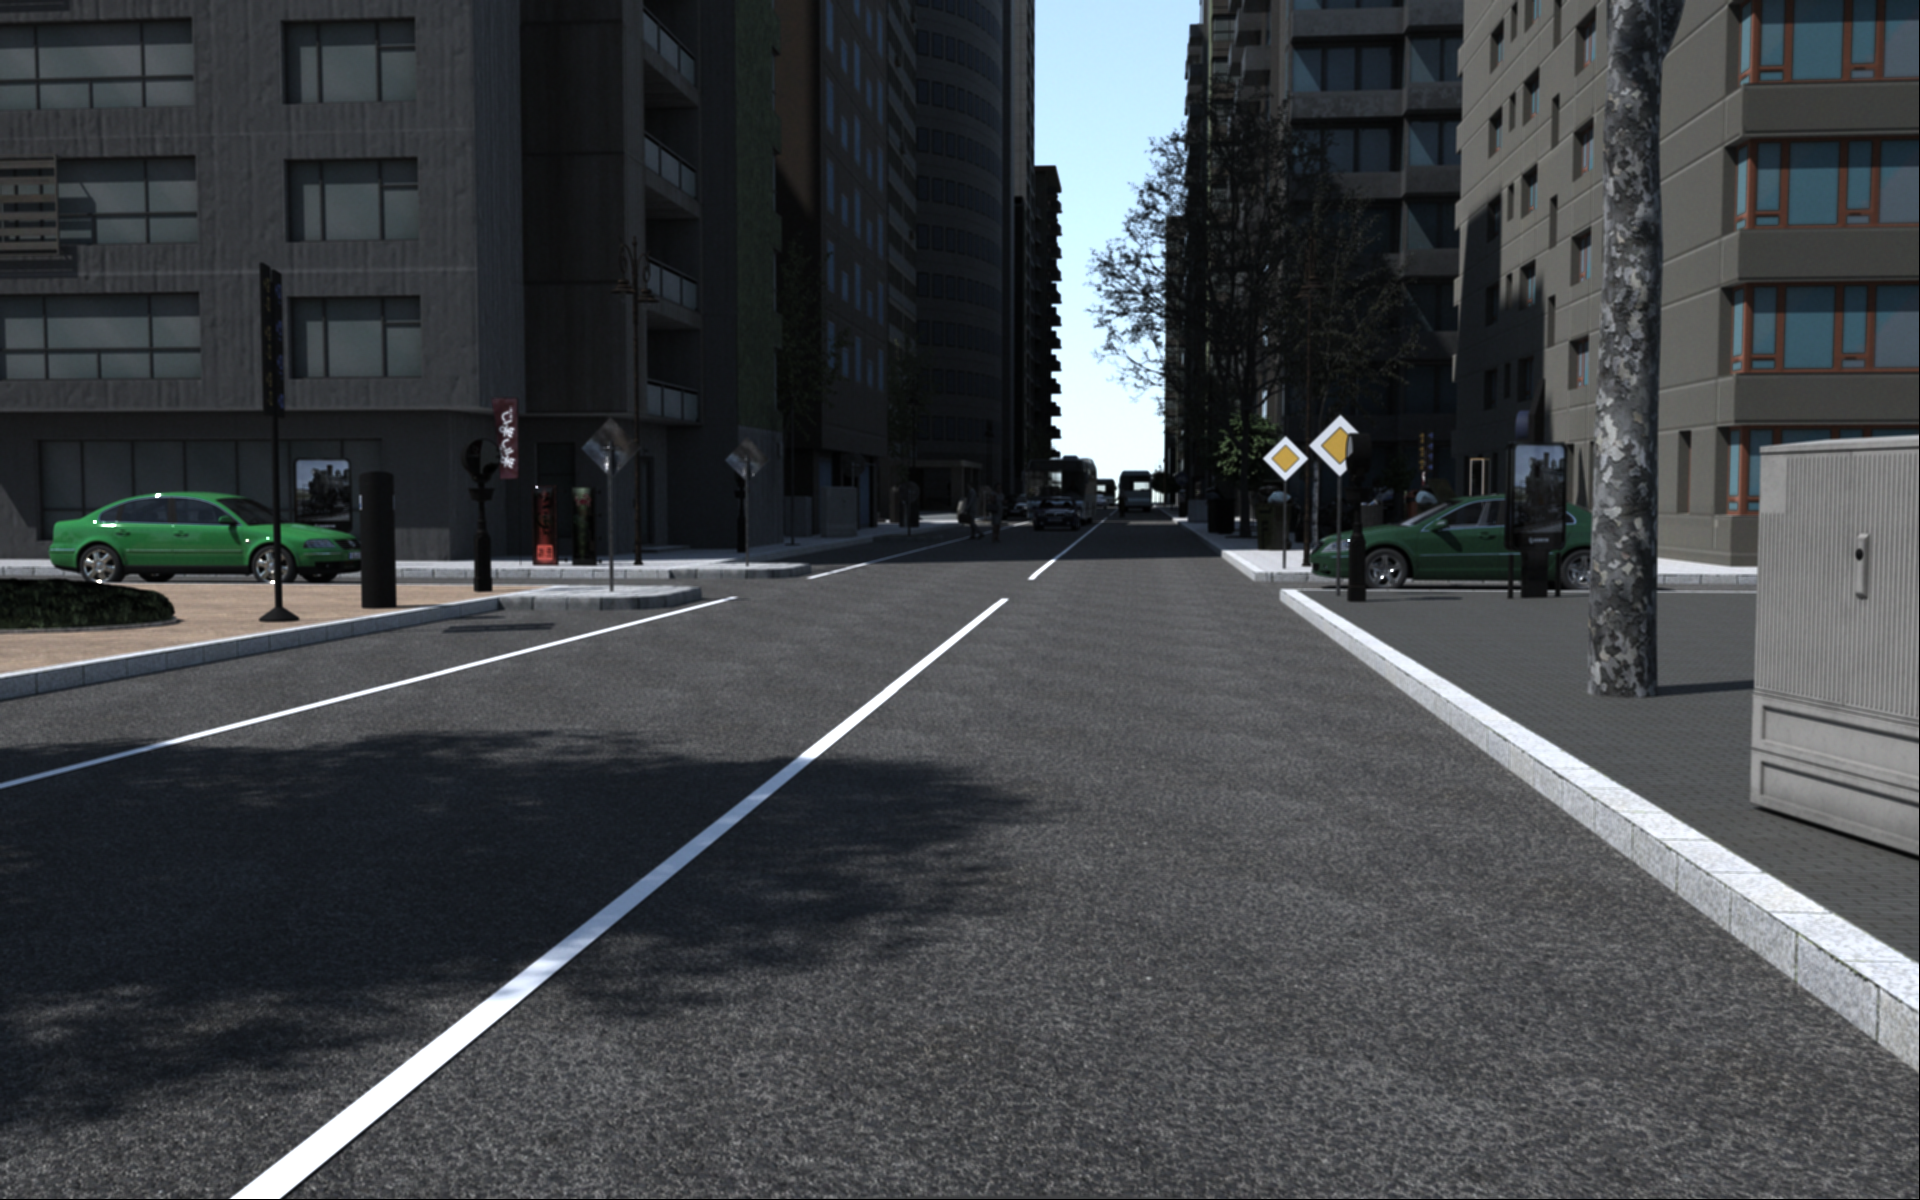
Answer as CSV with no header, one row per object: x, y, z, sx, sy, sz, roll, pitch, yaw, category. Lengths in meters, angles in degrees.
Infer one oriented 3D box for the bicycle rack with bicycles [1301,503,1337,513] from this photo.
14.253,-3.218,65.996,2.852,0.926,2.925,-2,4,-30,bicycle rack with bicycles

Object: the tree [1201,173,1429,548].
8.618,-5.534,40.837,4.360,8.622,3.978,0,3,0,tree

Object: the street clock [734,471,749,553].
-4.787,-2.044,37.985,0.358,2.002,0.471,-1,4,-17,street clock

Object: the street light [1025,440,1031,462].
5.721,-10.496,144.397,0.468,5.910,1.993,0,4,6,street light

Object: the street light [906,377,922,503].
-1.818,-5.851,68.456,0.468,5.910,1.993,0,4,6,street light

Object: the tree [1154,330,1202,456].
10.237,-7.395,71.264,4.360,8.622,3.978,0,3,0,tree

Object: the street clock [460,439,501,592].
-6.284,-1.113,22.761,0.471,2.002,0.358,-2,4,-33,street clock

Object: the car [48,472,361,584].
-11.778,-1.130,27.269,4.718,1.807,1.959,0,4,4,car

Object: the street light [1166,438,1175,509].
17.580,-10.447,143.591,0.468,5.910,1.993,0,4,6,street light

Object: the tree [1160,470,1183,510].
17.084,-8.779,138.138,1.663,3.219,1.824,0,3,0,tree

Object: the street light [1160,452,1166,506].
21.316,-12.686,180.208,0.468,5.910,1.993,0,4,6,street light

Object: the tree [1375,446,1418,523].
17.563,-4.597,69.757,1.663,3.219,1.824,0,3,0,tree

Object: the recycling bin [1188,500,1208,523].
10.744,-4.007,78.073,0.722,1.027,0.722,-1,4,-22,recycling bin

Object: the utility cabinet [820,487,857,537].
-3.573,-2.600,51.194,1.173,1.500,0.318,-3,5,-43,utility cabinet

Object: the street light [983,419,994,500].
1.913,-8.223,107.226,0.468,5.910,1.993,0,4,6,street light

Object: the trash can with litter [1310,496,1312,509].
14.151,-3.637,70.523,1.678,1.210,2.233,-3,5,-40,trash can with litter

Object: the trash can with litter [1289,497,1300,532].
10.826,-2.836,57.756,1.055,1.170,0.624,1,4,14,trash can with litter

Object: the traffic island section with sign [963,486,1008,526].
1.201,-4.348,79.718,1.989,1.847,2.006,0,4,6,traffic island section with sign

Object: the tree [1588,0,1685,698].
4.736,-9.371,9.109,12.611,20.169,13.585,0,3,0,tree

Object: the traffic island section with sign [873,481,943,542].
-1.543,-2.708,52.902,1.989,1.847,2.006,0,4,6,traffic island section with sign

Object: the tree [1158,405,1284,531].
10.113,-4.711,60.743,4.285,4.588,4.351,0,3,0,tree

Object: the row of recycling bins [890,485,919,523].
-2.533,-4.329,77.888,1.069,1.692,3.534,1,4,8,row of recycling bins

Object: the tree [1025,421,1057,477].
7.719,-13.667,173.824,4.737,8.622,4.395,0,3,0,tree

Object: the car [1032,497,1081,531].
3.875,-3.446,68.915,1.945,1.354,3.894,0,4,6,car

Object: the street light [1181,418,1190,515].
13.811,-8.190,106.692,0.468,5.910,1.993,0,4,6,street light

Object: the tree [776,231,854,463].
-5.148,-6.059,49.434,4.737,8.622,4.395,0,3,0,tree

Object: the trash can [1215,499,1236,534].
8.518,-2.689,55.623,0.748,1.137,0.748,0,3,0,trash can

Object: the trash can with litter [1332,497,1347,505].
16.055,-3.733,72.422,1.055,1.170,0.624,-3,4,-38,trash can with litter

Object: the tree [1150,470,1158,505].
24.478,-13.918,211.279,4.285,4.588,4.351,0,3,0,tree

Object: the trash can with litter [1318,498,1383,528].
8.049,-1.313,32.526,2.233,1.210,1.678,2,4,25,trash can with litter

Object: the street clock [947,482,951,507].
-0.600,-6.200,105.938,0.358,2.002,0.471,1,4,21,street clock

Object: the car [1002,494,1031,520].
3.177,-5.333,96.980,2.009,1.686,4.222,0,4,4,car

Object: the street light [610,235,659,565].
-5.816,-3.569,31.144,0.468,5.910,1.993,0,4,6,street light

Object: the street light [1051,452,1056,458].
10.423,-13.281,189.936,0.468,5.910,1.993,0,4,6,street light

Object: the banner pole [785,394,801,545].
-4.221,-3.277,43.590,0.401,3.779,0.863,0,4,-6,banner pole

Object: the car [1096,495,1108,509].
13.250,-9.482,167.392,2.083,1.381,4.827,0,4,4,car

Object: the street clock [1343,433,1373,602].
4.743,-0.984,20.656,0.358,2.002,0.471,0,4,2,street clock

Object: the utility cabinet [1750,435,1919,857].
3.422,0.136,6.458,0.318,1.500,1.173,0,4,-6,utility cabinet

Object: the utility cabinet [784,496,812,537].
-4.846,-2.496,51.963,0.306,1.237,1.020,-3,5,-43,utility cabinet

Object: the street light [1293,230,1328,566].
6.165,-3.537,30.623,0.468,5.910,1.993,0,4,6,street light

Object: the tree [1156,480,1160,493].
23.674,-12.706,202.348,1.663,3.219,1.824,0,3,0,tree

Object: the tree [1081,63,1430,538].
8.211,-8.561,50.345,12.009,13.543,11.850,0,3,0,tree

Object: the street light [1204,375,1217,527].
9.718,-5.778,67.259,0.468,5.910,1.993,0,4,6,street light

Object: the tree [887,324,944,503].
-2.639,-7.577,74.240,4.737,8.622,4.395,0,3,0,tree

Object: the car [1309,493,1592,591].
7.731,-0.863,25.914,4.920,1.459,2.131,0,4,7,car

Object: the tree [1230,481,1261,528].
11.215,-4.356,65.828,1.663,3.219,1.824,0,3,0,tree
